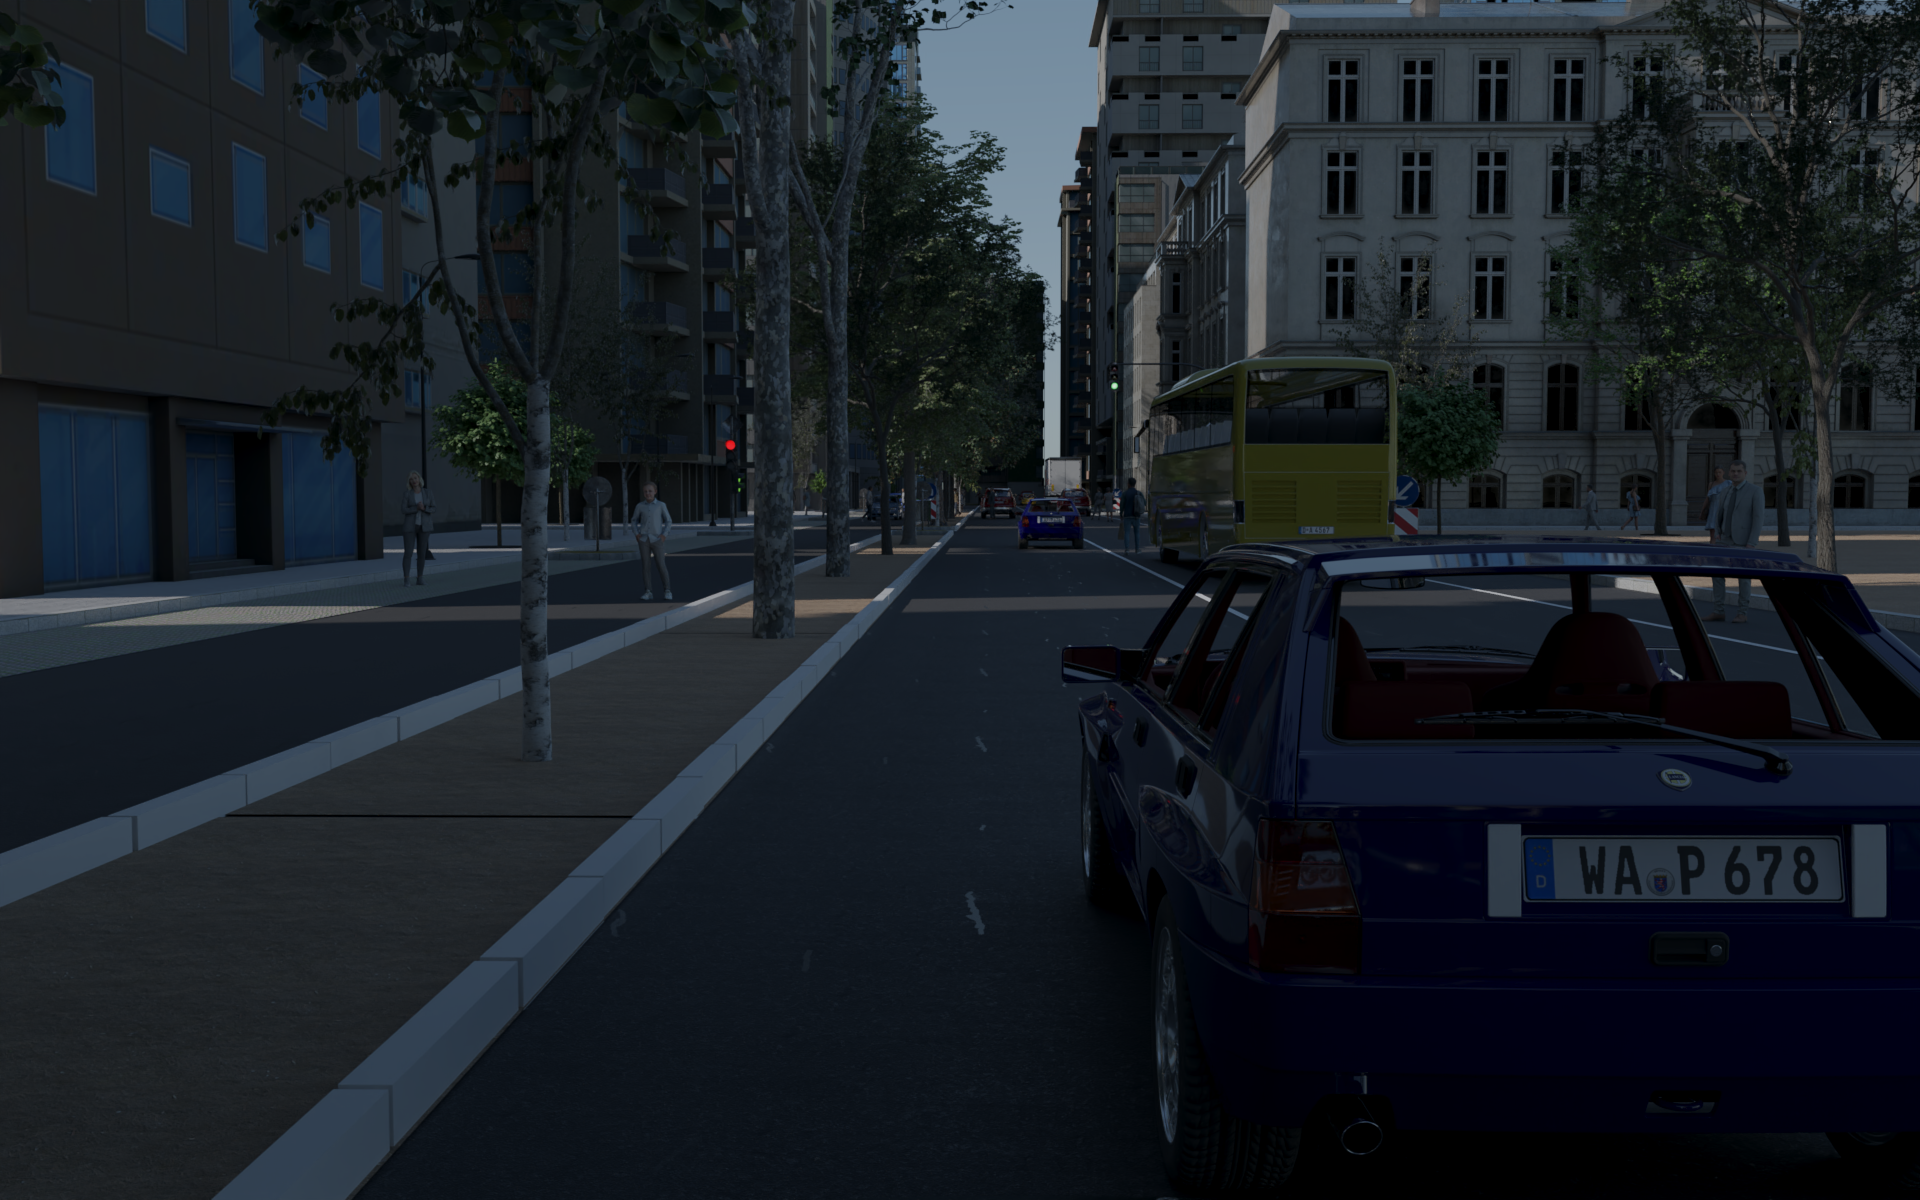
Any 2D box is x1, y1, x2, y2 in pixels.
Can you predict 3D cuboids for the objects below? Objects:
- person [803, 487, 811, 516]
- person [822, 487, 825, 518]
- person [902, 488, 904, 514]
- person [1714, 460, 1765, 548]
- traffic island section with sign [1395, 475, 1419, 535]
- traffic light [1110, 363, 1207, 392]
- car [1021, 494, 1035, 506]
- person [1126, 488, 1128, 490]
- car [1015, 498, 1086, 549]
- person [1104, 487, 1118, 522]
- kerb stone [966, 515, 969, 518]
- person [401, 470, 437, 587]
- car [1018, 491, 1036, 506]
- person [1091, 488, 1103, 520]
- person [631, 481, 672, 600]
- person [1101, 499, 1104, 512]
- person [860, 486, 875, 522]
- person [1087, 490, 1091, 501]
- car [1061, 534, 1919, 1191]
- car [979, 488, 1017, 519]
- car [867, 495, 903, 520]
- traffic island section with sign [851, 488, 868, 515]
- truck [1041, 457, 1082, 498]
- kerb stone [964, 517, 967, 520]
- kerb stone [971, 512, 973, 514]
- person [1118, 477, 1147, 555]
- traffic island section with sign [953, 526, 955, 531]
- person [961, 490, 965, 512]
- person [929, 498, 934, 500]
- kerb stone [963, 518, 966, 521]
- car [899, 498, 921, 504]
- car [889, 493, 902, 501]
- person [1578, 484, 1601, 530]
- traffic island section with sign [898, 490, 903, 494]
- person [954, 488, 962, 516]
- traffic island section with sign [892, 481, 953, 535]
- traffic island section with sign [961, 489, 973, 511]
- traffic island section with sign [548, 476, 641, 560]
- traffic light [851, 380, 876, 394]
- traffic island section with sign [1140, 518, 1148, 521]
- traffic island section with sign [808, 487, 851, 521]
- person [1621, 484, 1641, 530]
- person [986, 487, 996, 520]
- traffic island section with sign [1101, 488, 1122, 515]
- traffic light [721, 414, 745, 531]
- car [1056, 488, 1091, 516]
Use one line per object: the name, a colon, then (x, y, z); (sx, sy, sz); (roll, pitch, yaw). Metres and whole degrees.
person: (-8.932, -5.744, 100.964); (0.512, 1.701, 0.522); (3, 5, 42)
person: (-7.527, -5.443, 97.595); (0.850, 1.850, 0.679); (0, 4, 5)
person: (-3.918, -7.085, 124.187); (0.795, 1.843, 0.661); (-2, 4, -25)
person: (8.660, -0.657, 19.341); (0.391, 1.810, 0.635); (-3, 4, -36)
traffic island section with sign: (9.268, -1.756, 37.336); (1.989, 1.847, 2.006); (0, 4, 1)
traffic light: (7.540, -5.217, 59.959); (4.771, 5.953, 1.251); (0, 4, 1)
car: (8.261, -12.081, 207.747); (2.015, 1.641, 3.980); (0, 4, 2)
person: (9.379, -5.370, 96.531); (0.478, 1.798, 0.641); (-3, 4, -37)
car: (2.433, -2.074, 46.493); (1.945, 1.354, 3.894); (0, 4, 3)
person: (7.781, -4.928, 89.429); (0.716, 1.782, 0.532); (1, 4, 8)
kerb stone: (0.277, -4.390, 93.973); (0.120, 0.150, 1.000); (0, 4, 1)
person: (-8.397, -1.114, 26.897); (0.537, 1.800, 0.526); (-1, 4, -20)
car: (8.315, -12.597, 214.627); (2.281, 1.827, 5.304); (0, 4, -1)
person: (7.534, -5.296, 95.360); (0.520, 1.790, 0.573); (-3, 5, -45)
person: (-4.201, -0.810, 23.555); (0.589, 1.601, 0.330); (1, 4, 10)
person: (11.395, -7.750, 139.482); (0.475, 1.303, 0.640); (-2, 4, -30)
person: (-4.687, -4.868, 87.946); (0.795, 1.843, 0.661); (0, 4, -1)
person: (10.316, -8.006, 139.583); (0.526, 1.800, 0.537); (-1, 4, -13)
car: (1.284, 0.469, 4.910); (1.945, 1.354, 3.894); (0, 4, 0)
car: (2.245, -5.736, 102.464); (2.281, 1.827, 5.304); (0, 4, 0)
car: (-4.175, -5.178, 96.658); (2.014, 1.417, 4.499); (0, 4, 2)
traffic island section with sign: (-6.601, -6.813, 120.018); (1.989, 1.847, 2.006); (0, 4, 1)
truck: (8.023, -9.048, 136.848); (2.839, 4.237, 11.283); (0, 4, 1)
kerb stone: (0.138, -3.889, 85.781); (0.120, 0.150, 1.000); (0, 4, 1)
kerb stone: (0.574, -5.394, 110.383); (0.120, 0.150, 1.000); (0, 4, 1)
person: (3.993, -1.971, 40.715); (0.794, 1.824, 0.713); (1, 4, 17)
traffic island section with sign: (-1.206, -3.662, 68.013); (2.006, 1.907, 1.989); (0, 4, 1)
person: (0.035, -7.909, 138.555); (0.760, 1.731, 0.466); (-1, 4, -16)
person: (-1.983, -6.942, 122.262); (0.793, 1.790, 0.793); (3, 4, 36)
kerb stone: (0.083, -3.701, 82.711); (0.120, 0.150, 1.000); (0, 4, 1)
car: (-3.549, -7.377, 130.202); (1.945, 1.707, 3.694); (0, 4, 3)
car: (-6.006, -9.302, 161.674); (1.945, 1.707, 3.694); (0, 4, 0)
person: (23.168, -3.351, 63.567); (0.850, 1.792, 0.678); (3, 4, 36)
traffic island section with sign: (-5.722, -9.883, 170.211); (1.989, 1.847, 2.006); (0, 4, 1)
person: (-0.225, -6.344, 112.135); (0.656, 1.842, 0.836); (3, 5, 44)
traffic island section with sign: (-1.345, -3.209, 60.607); (2.006, 1.907, 1.989); (0, 4, 1)
traffic island section with sign: (0.097, -8.257, 143.141); (2.006, 1.907, 1.989); (0, 4, 1)
traffic island section with sign: (-8.032, -1.801, 38.079); (1.989, 1.847, 2.006); (0, 4, 1)
traffic light: (-5.693, -5.729, 68.336); (4.771, 5.953, 1.251); (0, 4, 1)
traffic island section with sign: (10.245, -5.145, 92.756); (1.989, 1.847, 2.006); (0, 4, 1)
traffic island section with sign: (-7.067, -5.164, 93.067); (1.989, 1.847, 2.006); (0, 4, 1)
person: (24.814, -3.381, 63.876); (0.778, 1.811, 0.616); (0, 4, 2)
person: (1.729, -5.443, 97.670); (0.590, 1.801, 0.661); (0, 4, -7)
traffic island section with sign: (10.719, -6.794, 119.707); (1.989, 1.847, 2.006); (0, 4, 1)
traffic light: (-7.925, -4.369, 60.353); (0.839, 4.253, 0.868); (0, 4, 1)
car: (7.389, -6.352, 112.533); (2.281, 1.827, 5.304); (0, 4, 1)
